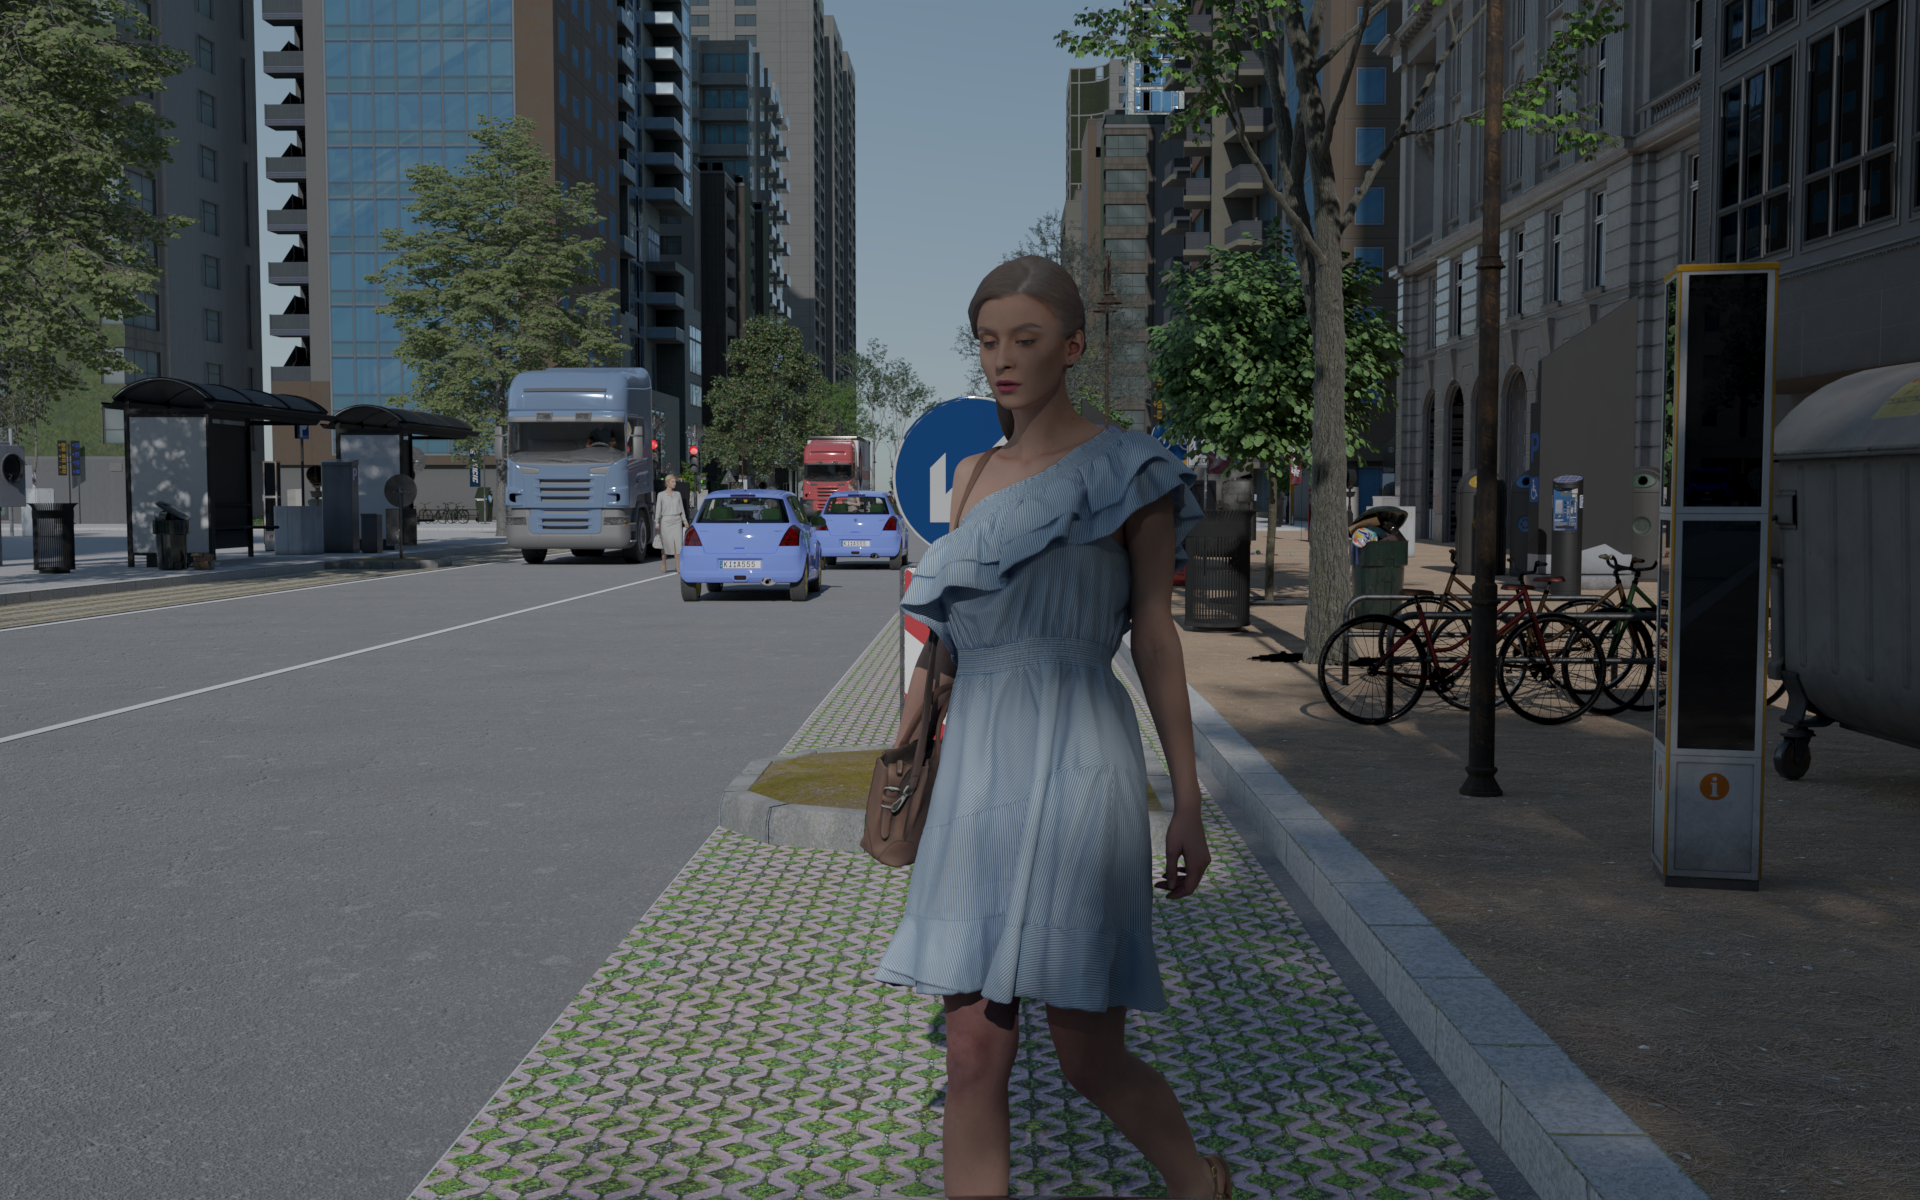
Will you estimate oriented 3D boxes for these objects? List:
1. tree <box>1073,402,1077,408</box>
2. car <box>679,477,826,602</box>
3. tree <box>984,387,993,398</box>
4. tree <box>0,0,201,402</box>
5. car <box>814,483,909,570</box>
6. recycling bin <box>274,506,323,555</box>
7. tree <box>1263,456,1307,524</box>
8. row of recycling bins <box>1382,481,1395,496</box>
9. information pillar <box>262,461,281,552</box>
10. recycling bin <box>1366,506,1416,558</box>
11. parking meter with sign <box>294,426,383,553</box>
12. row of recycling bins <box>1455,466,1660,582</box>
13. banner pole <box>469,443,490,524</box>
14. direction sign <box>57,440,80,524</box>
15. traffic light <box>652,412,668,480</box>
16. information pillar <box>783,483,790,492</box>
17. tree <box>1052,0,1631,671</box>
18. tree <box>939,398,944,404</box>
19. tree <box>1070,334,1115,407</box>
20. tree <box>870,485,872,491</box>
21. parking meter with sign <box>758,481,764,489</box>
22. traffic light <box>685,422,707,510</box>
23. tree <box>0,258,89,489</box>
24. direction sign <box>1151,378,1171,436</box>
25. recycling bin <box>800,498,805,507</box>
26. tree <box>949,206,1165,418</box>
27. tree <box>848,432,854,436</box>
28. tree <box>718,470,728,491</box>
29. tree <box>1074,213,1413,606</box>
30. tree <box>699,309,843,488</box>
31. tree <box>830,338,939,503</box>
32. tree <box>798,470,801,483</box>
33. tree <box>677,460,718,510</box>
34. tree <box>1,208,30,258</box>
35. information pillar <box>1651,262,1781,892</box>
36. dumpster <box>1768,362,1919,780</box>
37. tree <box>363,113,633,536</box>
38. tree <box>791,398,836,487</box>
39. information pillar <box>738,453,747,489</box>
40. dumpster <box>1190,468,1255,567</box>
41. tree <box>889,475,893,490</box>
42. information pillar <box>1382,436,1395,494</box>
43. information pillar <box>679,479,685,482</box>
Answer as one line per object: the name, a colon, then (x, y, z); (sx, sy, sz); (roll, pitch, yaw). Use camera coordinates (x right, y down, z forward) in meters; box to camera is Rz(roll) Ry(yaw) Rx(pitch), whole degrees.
tree: (4.107, -8.214, 84.665); (4.360, 8.622, 3.978); (0, 3, 0)
car: (-2.878, -0.903, 24.362); (1.945, 1.707, 3.694); (0, 4, -1)
tree: (6.243, -15.291, 156.661); (9.857, 13.997, 8.962); (0, 3, 0)
tree: (-13.689, -6.383, 22.493); (7.486, 12.596, 7.792); (0, 3, 0)
car: (-1.908, -1.487, 33.896); (1.945, 1.707, 3.694); (0, 4, 1)
recycling bin: (-14.025, -1.479, 36.735); (0.722, 1.027, 0.722); (1, 4, 15)
tree: (13.626, -4.841, 73.748); (1.663, 3.219, 1.824); (0, 3, 0)
row of recycling bins: (14.472, -3.051, 56.995); (1.069, 1.692, 3.534); (1, 4, 18)
information pillar: (-15.365, -2.093, 38.712); (0.304, 2.012, 0.304); (0, 4, -4)
recycling bin: (8.736, -1.382, 35.150); (0.722, 1.027, 0.722); (-2, 4, -29)
parking meter with sign: (-13.442, -2.526, 37.556); (1.738, 3.016, 0.543); (0, 4, 3)
row of recycling bins: (9.217, -1.191, 26.585); (1.069, 1.692, 3.534); (-3, 5, -42)
banner pole: (-20.609, -5.149, 74.209); (0.863, 3.779, 0.401); (0, 4, -1)
direction sign: (-37.644, -4.968, 73.223); (0.379, 3.537, 0.876); (3, 5, 43)
traffic light: (-10.475, -4.321, 59.566); (0.839, 4.253, 0.868); (0, 4, 1)
information pillar: (-11.523, -6.764, 115.083); (0.304, 2.012, 0.304); (3, 5, 40)
tree: (2.653, -5.329, 12.886); (9.928, 11.665, 9.643); (0, 3, 0)
tree: (-7.740, -23.335, 237.411); (12.611, 20.169, 13.585); (0, 3, 0)
tree: (5.514, -11.238, 101.870); (7.486, 12.596, 7.792); (0, 3, 0)
tree: (-10.139, -11.647, 185.032); (1.663, 3.219, 1.824); (0, 3, 0)
parking meter with sign: (-15.330, -8.425, 134.002); (0.543, 3.016, 1.738); (-1, 4, -14)
traffic light: (-10.308, -4.809, 67.550); (0.839, 4.253, 0.868); (0, 4, 1)
tree: (-30.641, -6.501, 56.660); (4.360, 8.622, 3.978); (0, 3, 0)
direction sign: (3.669, -2.384, 30.972); (0.379, 3.537, 0.876); (3, 5, 40)
recycling bin: (-11.229, -6.981, 126.686); (0.722, 1.027, 0.722); (2, 4, 35)
tree: (4.486, -10.071, 75.034); (12.009, 13.543, 11.850); (0, 3, 0)
tree: (-11.263, -13.847, 176.758); (4.360, 8.622, 3.978); (0, 3, 0)
tree: (-19.234, -8.854, 139.365); (1.663, 3.219, 1.824); (0, 3, 0)
tree: (3.643, -2.241, 20.354); (4.285, 4.588, 4.351); (0, 3, 0)
tree: (-11.763, -11.637, 107.267); (9.611, 12.733, 9.660); (0, 3, 0)
tree: (-9.517, -21.520, 207.739); (12.611, 20.169, 13.585); (0, 3, 0)
tree: (-11.362, -9.478, 138.673); (4.285, 4.588, 4.351); (0, 3, 0)
tree: (-12.976, -5.480, 84.203); (1.663, 3.219, 1.824); (0, 3, 0)
tree: (-22.871, -5.481, 39.981); (4.360, 8.622, 3.978); (0, 3, 0)
information pillar: (2.475, -0.074, 5.698); (0.304, 2.012, 0.304); (1, 4, 14)
dumpster: (4.227, -0.076, 7.009); (1.264, 1.857, 1.865); (0, 4, 1)
tree: (-13.746, -8.179, 51.862); (7.486, 12.596, 7.792); (0, 3, 0)
tree: (-11.128, -10.878, 128.212); (4.737, 8.622, 4.395); (0, 3, 0)
information pillar: (-12.476, -6.607, 99.384); (0.504, 3.616, 0.183); (-1, 4, -11)
dumpster: (4.306, -1.452, 29.499); (1.264, 1.857, 1.865); (0, 4, 1)
tree: (-9.062, -16.849, 259.188); (4.285, 4.588, 4.351); (0, 3, 0)
information pillar: (17.338, -4.809, 69.980); (0.504, 3.616, 0.183); (2, 4, 26)
information pillar: (-15.261, -5.518, 94.703); (0.304, 2.012, 0.304); (2, 4, 26)
